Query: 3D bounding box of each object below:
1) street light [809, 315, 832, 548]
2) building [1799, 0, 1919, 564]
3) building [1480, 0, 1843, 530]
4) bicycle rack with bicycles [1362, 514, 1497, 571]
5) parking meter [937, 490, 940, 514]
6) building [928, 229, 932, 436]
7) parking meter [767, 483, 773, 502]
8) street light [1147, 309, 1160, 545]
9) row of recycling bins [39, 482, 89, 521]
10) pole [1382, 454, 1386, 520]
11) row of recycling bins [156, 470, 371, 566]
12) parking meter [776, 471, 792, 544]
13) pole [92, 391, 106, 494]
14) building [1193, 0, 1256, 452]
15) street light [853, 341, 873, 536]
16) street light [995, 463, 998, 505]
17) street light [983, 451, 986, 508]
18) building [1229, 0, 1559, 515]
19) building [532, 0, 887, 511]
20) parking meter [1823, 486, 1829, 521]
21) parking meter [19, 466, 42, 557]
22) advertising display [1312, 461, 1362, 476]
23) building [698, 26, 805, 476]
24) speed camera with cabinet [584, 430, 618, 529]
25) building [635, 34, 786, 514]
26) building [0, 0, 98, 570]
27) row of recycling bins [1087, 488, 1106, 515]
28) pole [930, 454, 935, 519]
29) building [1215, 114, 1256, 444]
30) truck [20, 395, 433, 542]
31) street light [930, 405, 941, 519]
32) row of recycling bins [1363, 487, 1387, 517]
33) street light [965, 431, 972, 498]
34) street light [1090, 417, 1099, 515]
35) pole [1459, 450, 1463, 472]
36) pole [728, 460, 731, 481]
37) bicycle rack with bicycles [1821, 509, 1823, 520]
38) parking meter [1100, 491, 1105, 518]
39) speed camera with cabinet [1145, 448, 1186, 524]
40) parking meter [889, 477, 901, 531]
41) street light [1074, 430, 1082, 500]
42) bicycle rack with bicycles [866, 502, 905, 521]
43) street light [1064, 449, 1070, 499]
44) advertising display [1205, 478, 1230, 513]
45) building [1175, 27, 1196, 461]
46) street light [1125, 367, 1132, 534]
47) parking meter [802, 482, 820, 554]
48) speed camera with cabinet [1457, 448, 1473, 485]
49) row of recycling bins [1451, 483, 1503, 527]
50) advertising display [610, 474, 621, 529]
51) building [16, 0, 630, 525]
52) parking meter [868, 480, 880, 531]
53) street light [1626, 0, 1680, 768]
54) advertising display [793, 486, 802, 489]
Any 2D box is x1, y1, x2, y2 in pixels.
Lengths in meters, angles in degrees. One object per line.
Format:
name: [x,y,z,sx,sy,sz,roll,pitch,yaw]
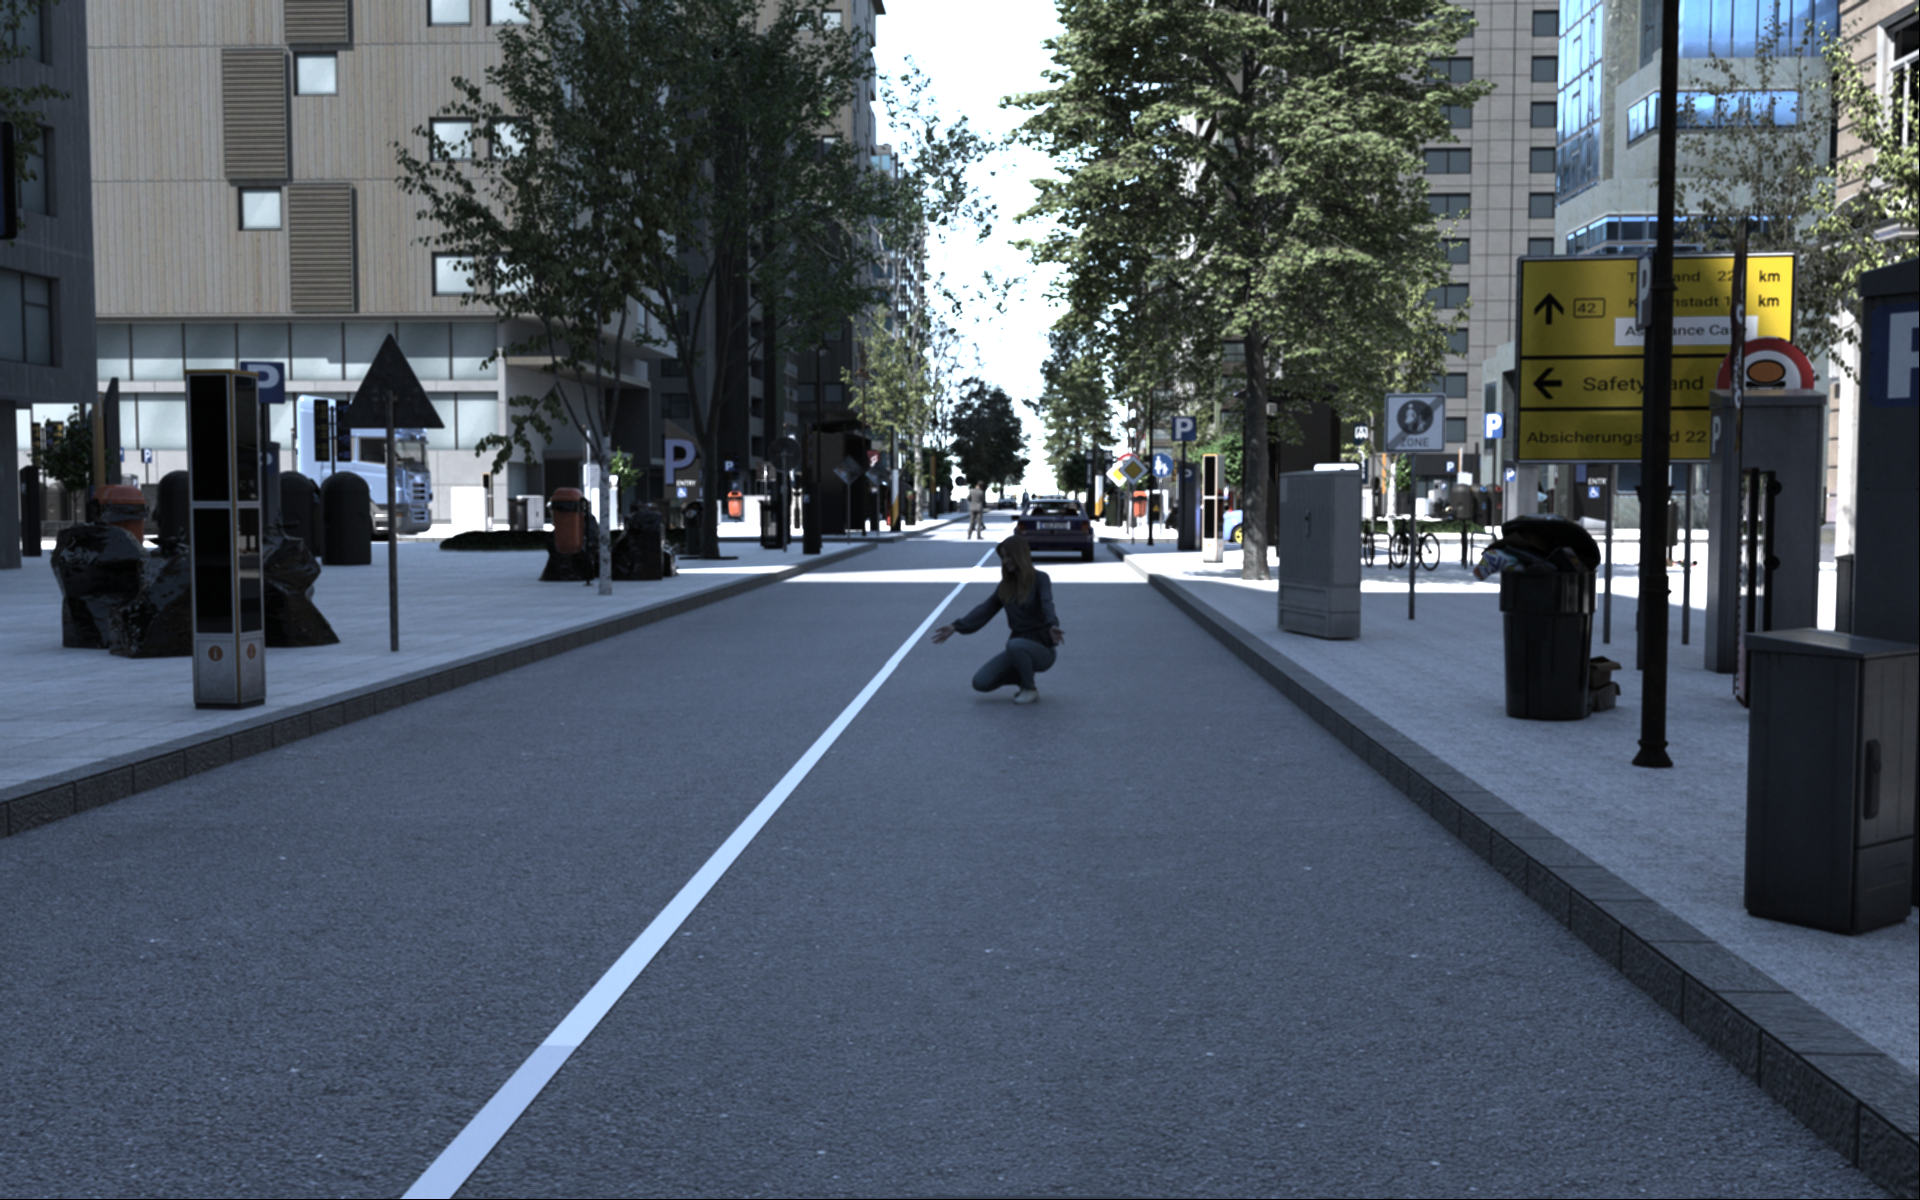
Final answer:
street light: [-3.378,-4.196,41.394,0.468,5.910,1.993,0,4,3]
building: [21.833,-14.415,21.584,13.634,28.700,20.117,0,4,3]
building: [38.687,-46.344,70.393,31.000,86.520,22.319,0,4,3]
bicycle rack with bicycles: [8.099,-1.021,30.075,2.852,0.926,2.925,0,4,5]
parking meter: [-1.437,-6.146,108.900,0.372,1.533,0.369,0,3,0]
building: [-15.967,-39.732,269.231,23.786,49.044,30.456,0,4,3]
parking meter: [-10.030,-5.201,90.746,0.399,1.863,0.255,-1,4,-12]
street light: [4.778,-4.310,43.254,0.468,5.910,1.993,0,4,3]
row of recycling bins: [-29.649,-3.114,58.029,3.534,1.692,1.069,0,4,6]
pole: [21.334,-5.709,87.192,0.158,3.312,0.155,0,3,0]
row of recycling bins: [-12.347,-1.450,30.819,3.534,1.692,1.069,-2,4,-24]
parking meter: [-4.487,-2.358,44.270,0.399,1.863,0.255,0,4,-7]
pole: [-17.137,-2.486,34.494,0.158,3.312,0.155,0,3,0]
building: [32.099,-32.267,151.266,21.300,48.544,21.600,0,4,3]
street light: [-2.916,-4.873,52.466,0.468,5.910,1.993,0,4,3]
street light: [4.669,-14.656,212.407,0.468,5.910,1.993,0,4,3]
street light: [2.294,-11.712,164.271,0.468,5.910,1.993,0,4,3]
building: [28.920,-41.351,114.337,20.563,71.187,20.611,0,4,3]
building: [-22.284,-35.268,165.866,28.713,52.752,27.495,0,4,3]
parking meter: [28.632,-2.974,57.032,0.372,1.533,0.369,0,3,0]
parking meter: [-19.122,-1.829,35.619,0.399,1.863,0.255,3,4,37]
advertising display: [7.447,-1.777,34.274,0.974,1.923,0.123,2,4,29]
building: [-26.251,-27.425,140.287,32.217,40.220,23.993,0,4,3]
speed camera with cabinet: [-11.065,-3.607,53.313,0.660,3.252,2.038,-2,4,-25]
building: [-19.365,-20.873,112.978,14.160,30.474,14.107,0,4,3]
building: [-22.322,-20.927,25.759,14.086,41.232,14.154,0,4,3]
row of recycling bins: [8.359,-5.927,104.013,1.069,1.692,3.534,1,4,16]
pole: [-1.498,-6.044,92.659,0.158,3.312,0.155,0,3,0]
building: [26.624,-22.145,133.773,14.160,30.474,14.107,0,4,3]
truck: [-23.670,-3.580,48.286,18.799,4.110,2.967,0,4,1]
street light: [-1.214,-7.028,87.694,0.468,5.910,1.993,0,4,3]
row of recycling bins: [23.036,-5.484,96.775,1.069,1.692,3.534,0,4,2]
street light: [0.675,-9.551,128.939,0.468,5.910,1.993,0,4,3]
street light: [7.011,-7.201,90.526,0.468,5.910,1.993,0,4,3]
pole: [22.914,-5.228,79.313,0.158,3.312,0.155,0,3,0]
pole: [-13.789,-6.723,103.764,0.158,3.312,0.155,0,3,0]
bicycle rack with bicycles: [29.987,-2.848,59.955,2.925,0.926,2.852,-2,4,-34]
parking meter: [7.567,-5.157,92.729,0.372,1.533,0.369,0,3,0]
speed camera with cabinet: [9.022,-4.920,74.771,2.038,3.252,0.660,0,4,4]
parking meter: [-2.227,-3.286,59.429,0.399,1.863,0.255,0,4,8]
street light: [8.908,-9.712,131.584,0.468,5.910,1.993,0,4,3]
bicycle rack with bicycles: [-3.996,-4.256,82.969,2.852,0.926,2.925,-3,5,-42]
street light: [10.521,-11.867,166.816,0.468,5.910,1.993,0,4,3]
advertising display: [10.522,-4.011,70.798,0.974,1.923,0.123,1,4,21]
building: [36.315,-35.855,175.469,28.713,52.752,27.495,0,4,3]
street light: [5.373,-5.046,55.296,0.468,5.910,1.993,0,4,3]
parking meter: [-3.173,-1.749,36.999,0.372,1.533,0.369,0,3,0]
speed camera with cabinet: [21.321,-4.811,72.994,0.660,3.252,2.038,1,4,15]
row of recycling bins: [20.696,-3.746,68.366,3.534,1.692,1.069,-2,4,-33]
advertising display: [-11.446,-3.157,56.837,0.974,1.923,0.123,3,5,44]
building: [-29.245,-30.194,82.915,28.713,52.752,27.495,0,4,3]
parking meter: [-3.003,-3.357,60.591,0.399,1.863,0.255,0,4,-1]
street light: [3.277,-2.155,8.017,0.468,5.910,1.993,0,4,3]
advertising display: [-9.731,-6.096,104.875,0.974,1.923,0.123,1,4,20]
